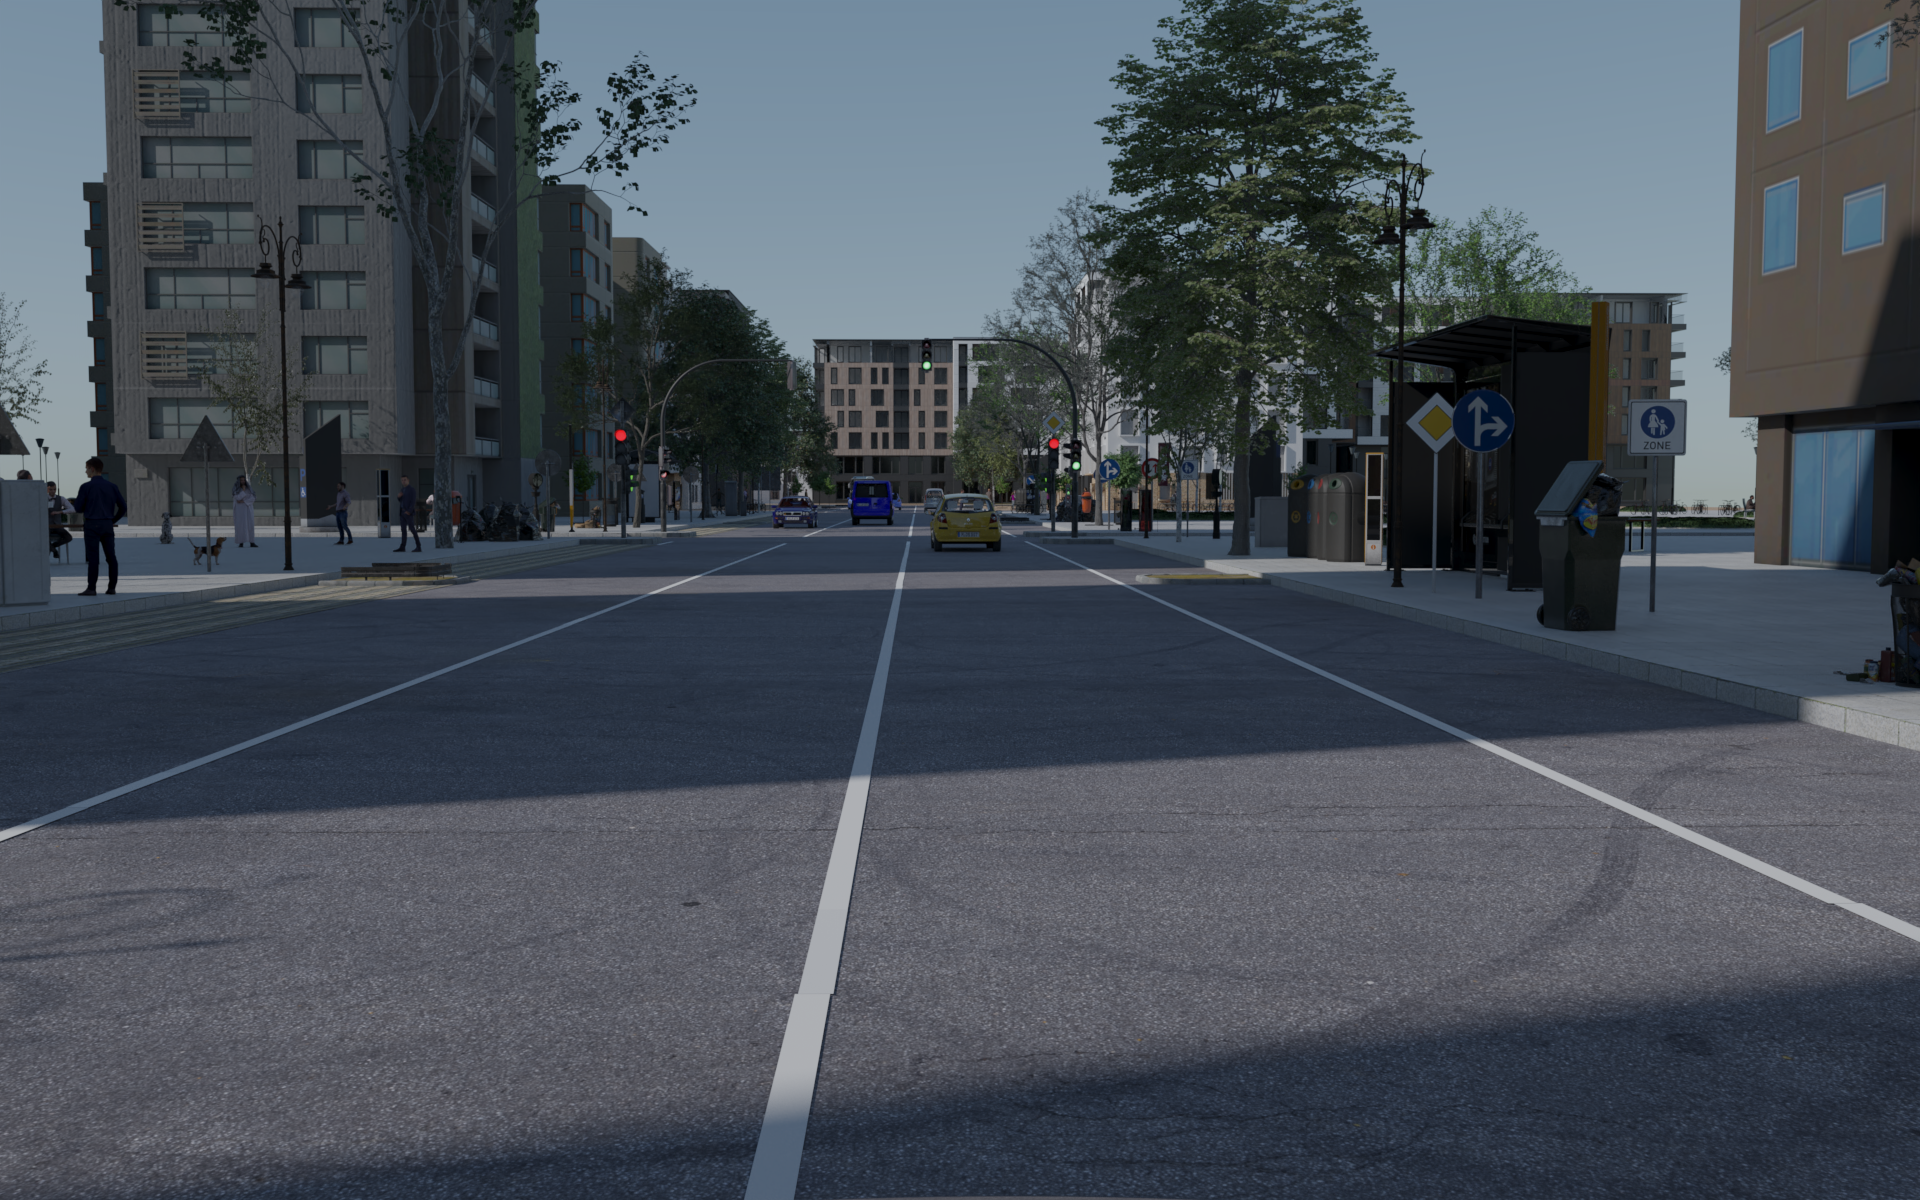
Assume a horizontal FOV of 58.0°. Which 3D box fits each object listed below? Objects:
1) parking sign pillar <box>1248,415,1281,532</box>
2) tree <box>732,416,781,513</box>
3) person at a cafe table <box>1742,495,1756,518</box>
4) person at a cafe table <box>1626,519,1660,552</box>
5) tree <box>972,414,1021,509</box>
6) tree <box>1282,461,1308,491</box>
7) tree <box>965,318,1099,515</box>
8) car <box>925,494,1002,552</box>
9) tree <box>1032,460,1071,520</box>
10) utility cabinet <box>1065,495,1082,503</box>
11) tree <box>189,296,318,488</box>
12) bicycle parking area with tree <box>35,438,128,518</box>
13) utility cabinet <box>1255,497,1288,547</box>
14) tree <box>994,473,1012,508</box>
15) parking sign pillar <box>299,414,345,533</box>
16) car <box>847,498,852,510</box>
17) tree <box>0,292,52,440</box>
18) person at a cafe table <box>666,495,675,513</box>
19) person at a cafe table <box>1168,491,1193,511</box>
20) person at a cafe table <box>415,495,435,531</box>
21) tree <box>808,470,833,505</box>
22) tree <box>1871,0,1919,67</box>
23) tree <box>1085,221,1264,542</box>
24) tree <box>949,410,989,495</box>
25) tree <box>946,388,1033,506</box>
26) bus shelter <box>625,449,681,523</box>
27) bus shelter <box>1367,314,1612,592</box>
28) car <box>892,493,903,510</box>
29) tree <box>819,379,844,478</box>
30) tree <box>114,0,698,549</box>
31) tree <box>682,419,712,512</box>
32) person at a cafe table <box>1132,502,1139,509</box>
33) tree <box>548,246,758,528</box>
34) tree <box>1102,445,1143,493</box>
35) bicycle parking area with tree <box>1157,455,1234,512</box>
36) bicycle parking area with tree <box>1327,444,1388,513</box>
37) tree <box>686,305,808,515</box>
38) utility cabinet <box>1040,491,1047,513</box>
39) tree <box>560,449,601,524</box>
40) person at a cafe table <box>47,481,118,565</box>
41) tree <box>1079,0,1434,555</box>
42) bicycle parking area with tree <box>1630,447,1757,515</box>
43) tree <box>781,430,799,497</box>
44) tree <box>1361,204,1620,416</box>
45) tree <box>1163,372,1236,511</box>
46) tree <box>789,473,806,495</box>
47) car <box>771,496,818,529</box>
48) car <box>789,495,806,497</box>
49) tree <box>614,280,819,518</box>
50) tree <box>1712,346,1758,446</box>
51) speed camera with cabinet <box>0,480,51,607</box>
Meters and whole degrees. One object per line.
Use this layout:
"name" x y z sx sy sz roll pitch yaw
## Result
"parking sign pillar" 10.460 -4.364 59.824 1.447 3.967 1.447 -3 4 -38
"tree" -13.626 -10.089 115.320 4.737 8.622 4.395 0 3 0
"person at a cafe table" 39.258 -4.521 84.778 1.726 1.238 1.698 2 4 34
"person at a cafe table" 14.524 -1.711 38.835 1.698 1.238 1.726 3 5 41
"tree" 3.216 -12.416 153.364 4.737 8.622 4.395 0 3 0
"tree" 18.335 -6.016 92.959 1.663 3.219 1.824 0 3 0
"tree" 4.479 -10.907 104.085 9.928 11.665 9.643 0 3 0
"car" 0.119 -2.101 44.572 2.015 1.641 3.980 0 4 -3
"tree" 4.500 -5.642 86.856 1.663 3.219 1.824 0 3 0
"utility cabinet" 5.617 -4.464 84.146 1.020 1.237 0.306 -1 4 -18
"tree" -26.652 -7.033 65.347 4.360 8.622 3.978 0 3 0
"bicycle parking area with tree" -44.882 -6.302 90.047 8.231 4.147 9.016 -1 4 -14
"utility cabinet" 7.649 -1.884 41.961 1.020 1.237 0.306 -1 4 -20
"tree" 3.892 -10.040 158.757 1.663 3.219 1.824 0 3 0
"parking sign pillar" -21.412 -4.254 58.022 1.447 3.967 1.447 3 5 41
"car" -9.524 -9.295 161.571 1.945 1.707 3.694 0 4 1
"tree" -34.360 -6.768 61.020 4.360 8.622 3.978 0 3 0
"person at a cafe table" -19.949 -6.586 118.535 1.698 1.238 1.726 2 4 24
"person at a cafe table" 16.602 -7.535 131.711 1.698 1.524 1.622 3 5 40
"person at a cafe table" -18.668 -3.249 61.641 1.698 1.524 1.622 -2 4 -28
"tree" -16.523 -13.419 203.112 4.285 4.588 4.351 0 3 0
"tree" 6.606 -6.033 9.015 12.009 13.543 11.850 0 3 0
"tree" 5.602 -5.850 46.012 4.737 8.622 4.395 0 3 0
"tree" 2.230 -16.948 195.222 7.486 12.596 7.792 0 3 0
"tree" 3.254 -16.045 179.341 9.611 12.733 9.660 0 3 0
"bus shelter" -14.299 -5.278 80.224 2.014 3.302 5.546 0 4 -1
"bus shelter" 7.679 -2.111 25.805 1.731 3.624 6.357 0 4 -1
"car" -6.082 -8.875 154.691 1.945 1.707 3.694 0 4 -1
"tree" -13.921 -13.560 138.712 9.611 12.733 9.660 0 3 0
"tree" -12.029 -11.194 38.904 12.611 20.169 13.585 0 3 0
"tree" -19.313 -10.594 123.572 4.360 8.622 3.978 0 3 0
"person at a cafe table" 12.424 -6.928 124.128 1.726 1.238 1.698 0 4 -2
"tree" -12.023 -8.010 65.383 7.601 10.594 8.767 2 4 31
"tree" 10.774 -8.025 114.927 4.285 4.588 4.351 0 3 0
"bicycle parking area with tree" 18.564 -8.346 123.456 8.231 4.147 9.016 -2 4 -32
"bicycle parking area with tree" 22.603 -7.029 101.934 9.016 4.147 8.231 3 5 40
"tree" -12.830 -11.404 104.578 7.486 12.596 7.792 0 3 0
"utility cabinet" 5.610 -6.748 119.011 0.318 1.500 1.173 2 4 24
"tree" -16.405 -4.899 74.695 1.663 3.219 1.824 0 3 0
"person at a cafe table" -16.509 -1.414 31.635 1.698 1.524 1.622 -3 5 -40
"tree" 6.131 -7.230 36.341 7.486 12.596 7.792 0 3 0
"bicycle parking area with tree" 46.708 -7.346 107.101 9.016 4.147 8.231 -2 4 -29
"tree" -15.398 -12.519 155.055 4.360 8.622 3.978 0 3 0
"tree" 18.248 -8.425 63.498 9.928 11.665 9.643 0 3 0
"tree" 12.207 -8.498 89.309 4.360 8.622 3.978 0 3 0
"tree" -15.000 -10.065 159.168 1.663 3.219 1.824 0 3 0
"car" -6.947 -3.703 73.127 1.945 1.354 3.894 0 4 -1
"car" -11.446 -6.663 121.522 1.945 1.354 3.894 0 4 -2
"tree" -13.778 -10.761 92.956 9.611 12.733 9.660 0 3 0
"tree" 35.153 -8.273 69.673 8.767 10.594 7.601 0 4 4
"speed camera with cabinet" -11.530 -1.589 20.318 2.038 3.252 0.660 2 4 33
